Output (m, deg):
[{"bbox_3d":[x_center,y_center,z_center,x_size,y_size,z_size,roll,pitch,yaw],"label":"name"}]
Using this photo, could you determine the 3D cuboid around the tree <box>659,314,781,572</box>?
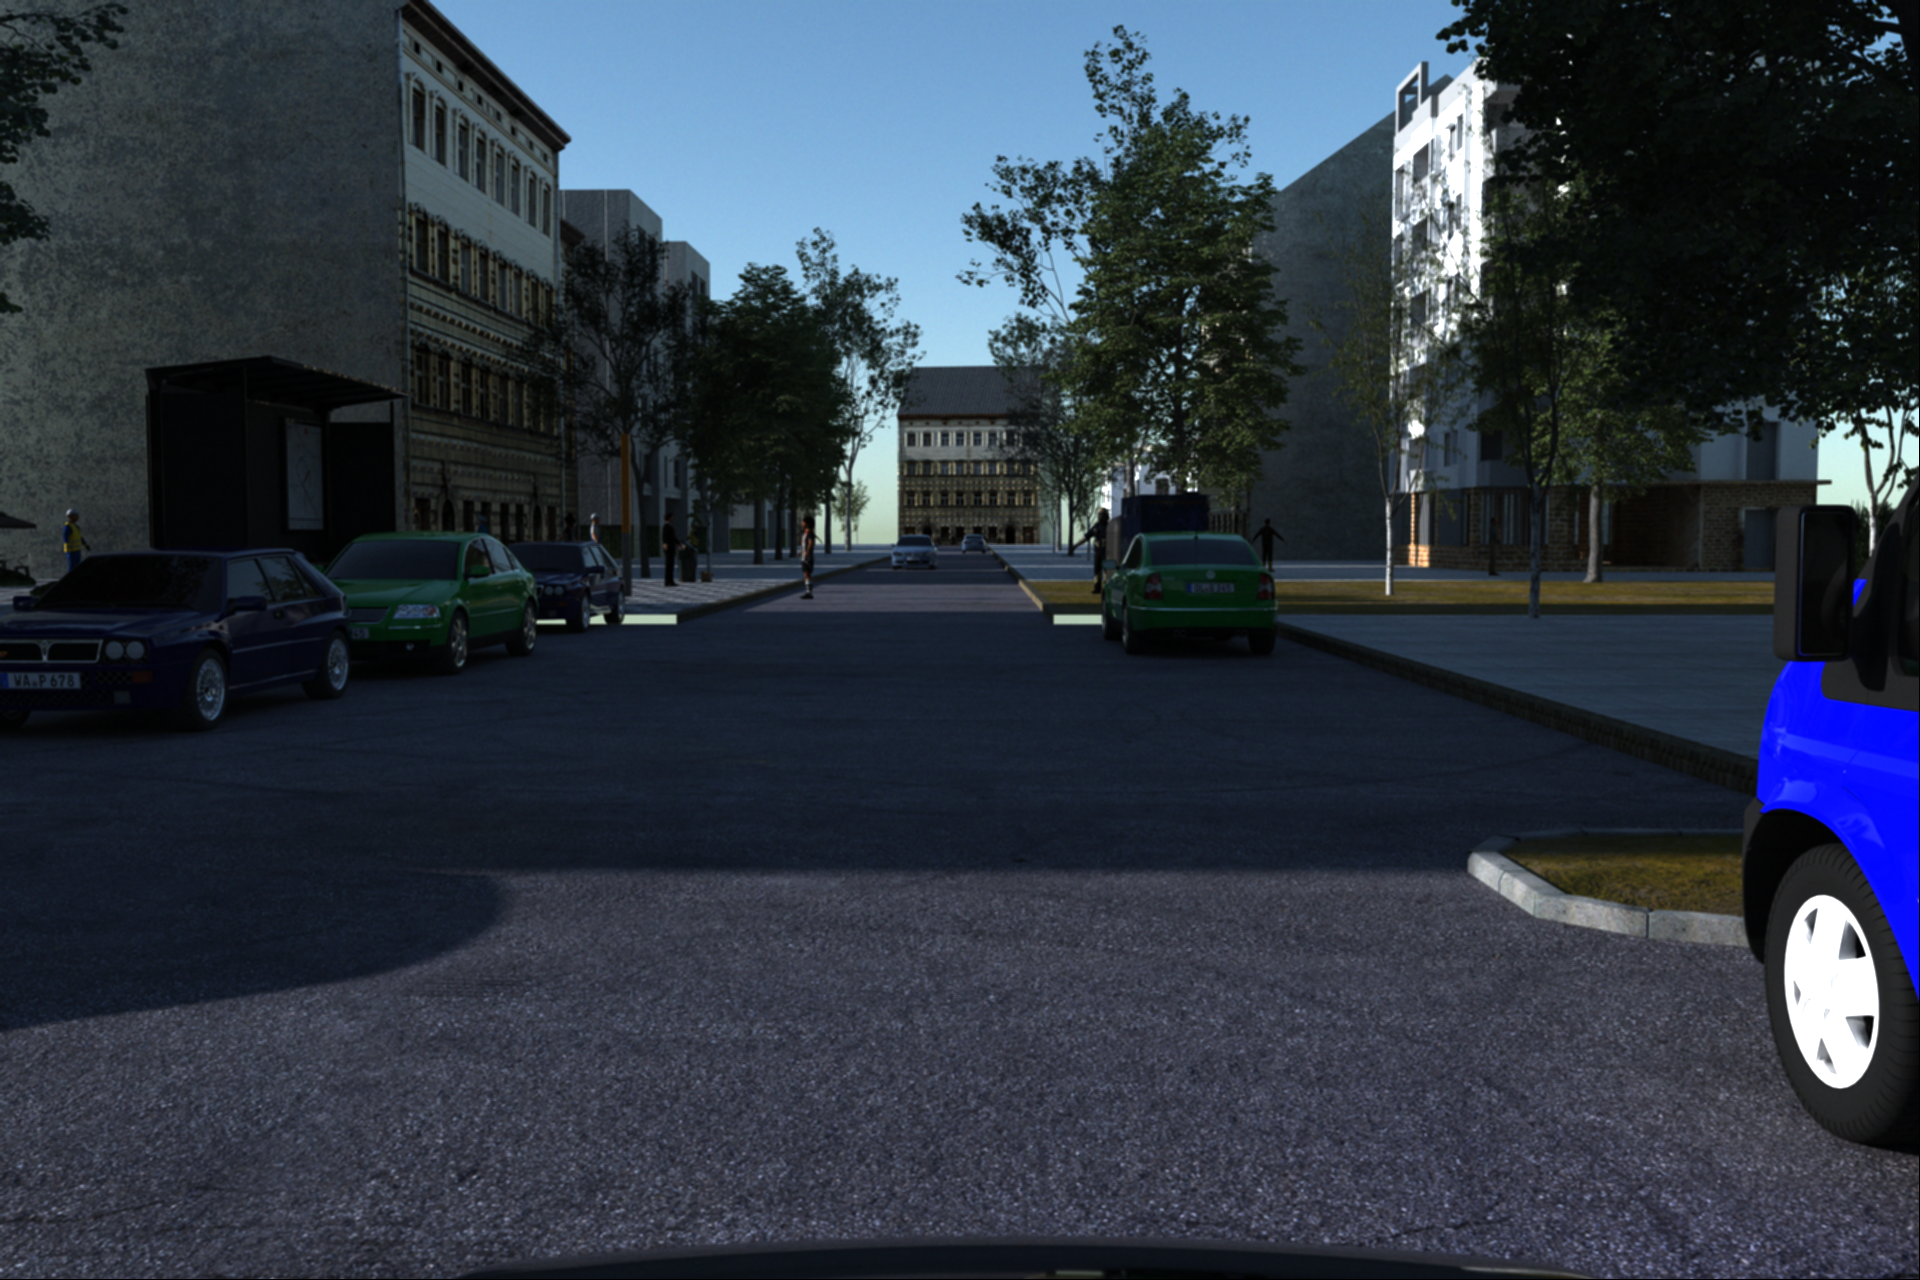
[{"bbox_3d":[-8.442,-6.656,59.186,4.737,8.622,4.395,0,3,0],"label":"tree"}]

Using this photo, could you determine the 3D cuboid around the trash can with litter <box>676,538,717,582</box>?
[{"bbox_3d":[-7.013,-2.122,46.076,1.055,1.170,0.624,0,4,1],"label":"trash can with litter"}]

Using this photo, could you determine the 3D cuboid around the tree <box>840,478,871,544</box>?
[{"bbox_3d":[-13.677,-16.833,225.573,4.737,8.622,4.395,0,3,0],"label":"tree"}]

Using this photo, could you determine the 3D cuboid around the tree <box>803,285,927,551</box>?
[{"bbox_3d":[-8.397,-16.789,130.390,12.611,20.169,13.585,0,3,0],"label":"tree"}]

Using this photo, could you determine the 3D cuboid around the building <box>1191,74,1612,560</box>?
[{"bbox_3d":[23.248,-15.993,92.413,19.493,23.208,18.063,0,3,0],"label":"building"}]

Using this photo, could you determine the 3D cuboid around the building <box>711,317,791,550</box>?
[{"bbox_3d":[-24.966,-17.769,156.979,16.747,18.905,31.486,0,4,1],"label":"building"}]

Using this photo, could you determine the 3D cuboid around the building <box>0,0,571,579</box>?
[{"bbox_3d":[-24.696,-13.853,57.433,19.493,23.208,18.063,0,4,1],"label":"building"}]

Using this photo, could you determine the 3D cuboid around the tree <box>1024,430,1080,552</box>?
[{"bbox_3d":[6.571,-10.397,120.351,4.360,8.622,3.978,0,3,0],"label":"tree"}]

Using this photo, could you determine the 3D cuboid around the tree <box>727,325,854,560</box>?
[{"bbox_3d":[-8.791,-9.741,85.013,9.928,11.665,9.643,0,3,0],"label":"tree"}]

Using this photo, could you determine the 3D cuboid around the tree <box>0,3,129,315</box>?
[{"bbox_3d":[-12.253,-6.587,14.355,9.857,13.997,8.962,0,3,0],"label":"tree"}]

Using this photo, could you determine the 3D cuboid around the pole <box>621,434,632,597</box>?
[{"bbox_3d":[-6.818,-2.542,35.406,0.158,3.312,0.155,0,3,0],"label":"pole"}]

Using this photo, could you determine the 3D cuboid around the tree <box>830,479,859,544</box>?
[{"bbox_3d":[-14.916,-16.536,220.725,4.737,8.622,4.395,0,3,0],"label":"tree"}]

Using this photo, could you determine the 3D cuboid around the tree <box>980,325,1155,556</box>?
[{"bbox_3d":[6.492,-11.571,99.563,12.009,13.543,11.850,0,3,0],"label":"tree"}]

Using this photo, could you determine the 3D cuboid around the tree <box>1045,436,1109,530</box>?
[{"bbox_3d":[6.956,-9.859,111.556,4.360,8.622,3.978,0,3,0],"label":"tree"}]

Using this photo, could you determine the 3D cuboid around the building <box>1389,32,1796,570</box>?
[{"bbox_3d":[23.117,-13.118,70.907,16.016,20.090,11.380,0,4,1],"label":"building"}]

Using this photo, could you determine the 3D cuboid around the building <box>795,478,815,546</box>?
[{"bbox_3d":[-26.184,-21.978,190.276,19.493,23.208,18.063,0,4,1],"label":"building"}]

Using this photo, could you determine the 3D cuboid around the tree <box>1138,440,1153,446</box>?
[{"bbox_3d":[24.481,-19.174,223.871,12.009,13.543,11.850,0,3,0],"label":"tree"}]

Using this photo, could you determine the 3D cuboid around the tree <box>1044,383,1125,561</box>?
[{"bbox_3d":[6.309,-8.141,83.471,4.360,8.622,3.978,0,3,0],"label":"tree"}]

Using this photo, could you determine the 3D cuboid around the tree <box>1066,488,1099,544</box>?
[{"bbox_3d":[15.640,-16.569,221.260,4.737,8.622,4.395,0,3,0],"label":"tree"}]

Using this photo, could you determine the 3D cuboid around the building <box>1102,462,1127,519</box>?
[{"bbox_3d":[21.923,-15.833,201.010,9.099,9.664,28.070,0,4,1],"label":"building"}]

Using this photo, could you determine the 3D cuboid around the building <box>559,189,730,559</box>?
[{"bbox_3d":[-24.873,-14.598,105.132,16.747,18.905,31.486,0,4,1],"label":"building"}]

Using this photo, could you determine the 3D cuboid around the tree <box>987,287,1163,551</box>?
[{"bbox_3d":[8.733,-16.834,131.118,12.611,20.169,13.585,0,3,0],"label":"tree"}]

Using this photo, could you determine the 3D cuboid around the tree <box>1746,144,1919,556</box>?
[{"bbox_3d":[16.780,-4.982,31.810,4.737,8.622,4.395,0,3,0],"label":"tree"}]

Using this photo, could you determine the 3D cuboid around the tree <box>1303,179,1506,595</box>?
[{"bbox_3d":[9.095,-5.269,36.514,4.360,8.622,3.978,0,3,0],"label":"tree"}]

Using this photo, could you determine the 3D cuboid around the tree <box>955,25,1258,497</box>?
[{"bbox_3d":[5.755,-12.948,67.596,12.611,20.169,13.585,0,3,0],"label":"tree"}]

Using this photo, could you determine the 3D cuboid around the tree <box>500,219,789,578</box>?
[{"bbox_3d":[-9.268,-7.124,50.893,8.767,10.594,7.601,-1,4,-10],"label":"tree"}]

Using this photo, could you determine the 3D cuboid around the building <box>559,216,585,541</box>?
[{"bbox_3d":[-28.819,-15.172,78.990,19.493,23.208,18.063,0,4,1],"label":"building"}]

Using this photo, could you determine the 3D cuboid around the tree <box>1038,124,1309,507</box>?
[{"bbox_3d":[6.041,-8.012,49.125,7.486,12.596,7.792,0,3,0],"label":"tree"}]

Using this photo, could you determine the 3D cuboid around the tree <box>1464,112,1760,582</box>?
[{"bbox_3d":[17.133,-7.827,46.102,7.486,12.596,7.792,0,3,0],"label":"tree"}]

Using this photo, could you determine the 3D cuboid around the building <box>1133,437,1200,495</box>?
[{"bbox_3d":[21.434,-13.536,163.466,9.099,9.664,28.070,0,4,1],"label":"building"}]

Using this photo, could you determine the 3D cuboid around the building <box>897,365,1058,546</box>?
[{"bbox_3d":[2.624,-23.951,224.982,18.063,23.208,19.493,1,4,10],"label":"building"}]
